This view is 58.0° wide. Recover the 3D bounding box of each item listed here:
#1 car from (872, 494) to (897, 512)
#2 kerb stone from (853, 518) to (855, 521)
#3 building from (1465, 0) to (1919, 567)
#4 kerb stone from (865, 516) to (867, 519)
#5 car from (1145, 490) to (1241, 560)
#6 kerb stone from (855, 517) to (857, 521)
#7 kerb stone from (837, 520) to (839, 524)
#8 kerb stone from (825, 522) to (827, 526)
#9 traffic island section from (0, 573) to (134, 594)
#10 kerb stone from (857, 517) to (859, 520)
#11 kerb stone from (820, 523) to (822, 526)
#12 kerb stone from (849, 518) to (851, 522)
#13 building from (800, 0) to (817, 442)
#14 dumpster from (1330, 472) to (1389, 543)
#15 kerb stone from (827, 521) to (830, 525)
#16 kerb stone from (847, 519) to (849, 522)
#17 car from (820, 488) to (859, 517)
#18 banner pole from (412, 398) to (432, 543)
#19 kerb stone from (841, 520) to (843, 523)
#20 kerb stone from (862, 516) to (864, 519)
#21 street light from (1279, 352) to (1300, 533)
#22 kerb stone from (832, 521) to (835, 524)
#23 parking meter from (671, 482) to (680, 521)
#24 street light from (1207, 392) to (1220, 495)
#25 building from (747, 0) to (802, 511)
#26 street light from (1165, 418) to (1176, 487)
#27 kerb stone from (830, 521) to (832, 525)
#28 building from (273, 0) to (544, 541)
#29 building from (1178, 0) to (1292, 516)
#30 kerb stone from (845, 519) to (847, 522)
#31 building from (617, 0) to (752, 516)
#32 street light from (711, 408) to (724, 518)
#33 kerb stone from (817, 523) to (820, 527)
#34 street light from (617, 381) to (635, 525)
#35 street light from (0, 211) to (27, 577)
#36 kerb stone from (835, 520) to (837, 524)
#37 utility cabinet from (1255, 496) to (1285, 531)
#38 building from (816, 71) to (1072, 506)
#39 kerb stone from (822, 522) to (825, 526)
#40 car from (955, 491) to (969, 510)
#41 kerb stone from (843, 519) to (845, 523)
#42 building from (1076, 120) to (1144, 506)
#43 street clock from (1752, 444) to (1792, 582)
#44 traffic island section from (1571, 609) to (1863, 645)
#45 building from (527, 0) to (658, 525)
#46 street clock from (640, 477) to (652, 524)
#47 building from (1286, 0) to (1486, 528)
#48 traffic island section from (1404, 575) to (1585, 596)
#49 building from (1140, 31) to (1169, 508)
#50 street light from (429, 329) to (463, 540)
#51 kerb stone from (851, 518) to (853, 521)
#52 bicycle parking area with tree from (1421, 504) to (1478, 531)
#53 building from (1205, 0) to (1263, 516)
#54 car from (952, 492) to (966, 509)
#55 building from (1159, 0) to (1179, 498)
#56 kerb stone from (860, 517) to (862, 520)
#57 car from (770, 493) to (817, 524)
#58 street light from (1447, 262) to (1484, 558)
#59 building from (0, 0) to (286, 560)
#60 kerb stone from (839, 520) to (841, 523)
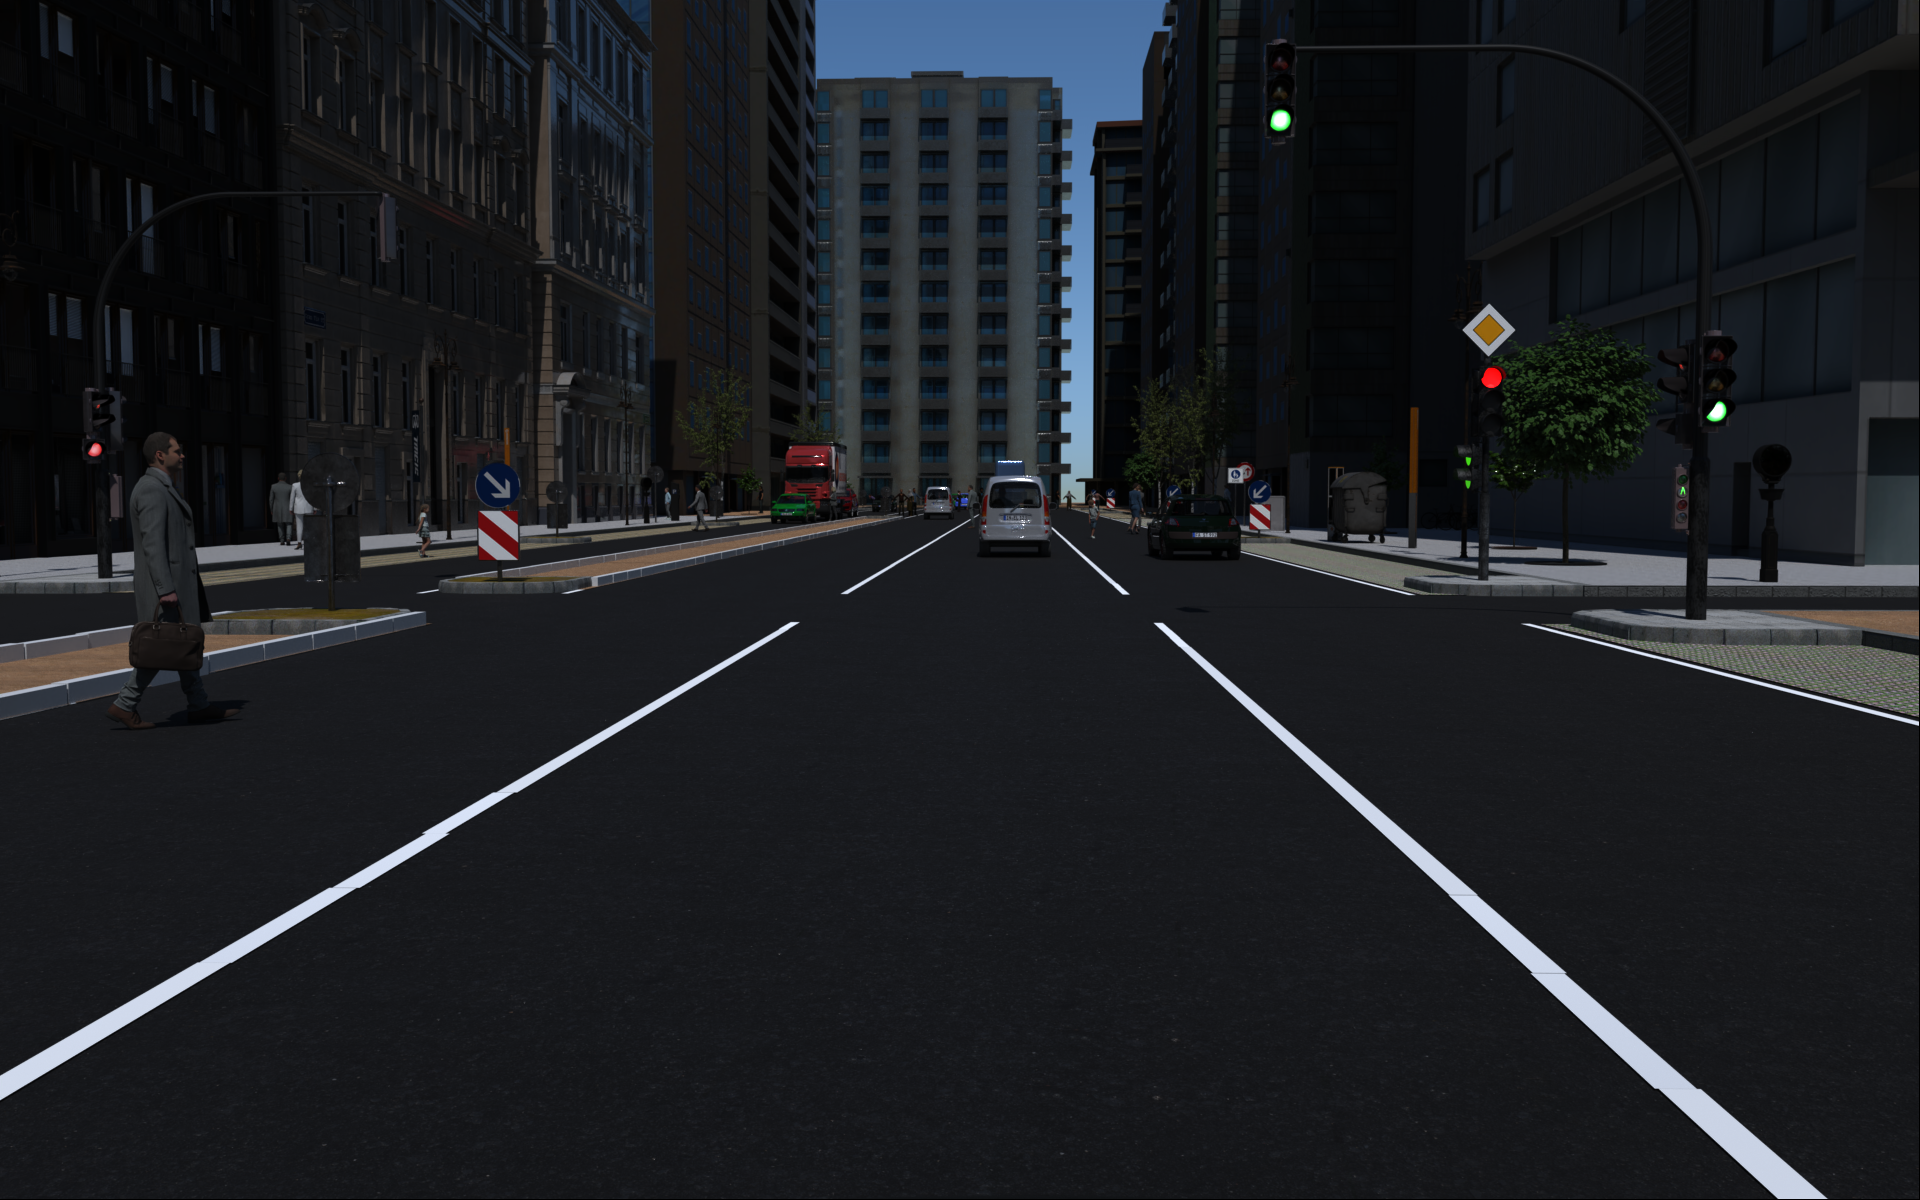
[{"bbox_3d":[-6.024,-7.881,138.642,2.009,1.686,4.222,0,4,3],"label":"car"},{"bbox_3d":[-5.742,-4.196,90.806,0.120,0.150,1.000,0,4,2],"label":"kerb stone"},{"bbox_3d":[28.413,-27.552,39.712,27.495,52.752,28.713,0,4,2],"label":"building"},{"bbox_3d":[-5.524,-4.636,97.988,0.120,0.150,1.000,0,4,2],"label":"kerb stone"},{"bbox_3d":[5.232,-1.786,38.981,2.009,1.686,4.222,0,4,0],"label":"car"},{"bbox_3d":[-5.711,-4.253,91.829,0.120,0.150,1.000,0,4,2],"label":"kerb stone"},{"bbox_3d":[-5.994,-3.689,82.594,0.120,0.150,1.000,0,4,2],"label":"kerb stone"},{"bbox_3d":[-6.162,-3.381,77.476,0.120,0.150,1.000,0,4,2],"label":"kerb stone"},{"bbox_3d":[-13.036,-0.251,26.381,2.009,0.180,2.903,0,4,2],"label":"traffic island section"},{"bbox_3d":[-5.671,-4.321,92.850,0.120,0.150,1.000,0,4,2],"label":"kerb stone"},{"bbox_3d":[-6.221,-3.254,75.429,0.120,0.150,1.000,0,4,2],"label":"kerb stone"},{"bbox_3d":[-5.807,-4.070,88.746,0.120,0.150,1.000,0,4,2],"label":"kerb stone"},{"bbox_3d":[-28.014,-38.000,163.303,28.212,58.520,21.231,0,4,2],"label":"building"},{"bbox_3d":[10.527,-2.440,45.649,1.264,1.857,1.865,0,4,2],"label":"dumpster"},{"bbox_3d":[-6.122,-3.444,78.497,0.120,0.150,1.000,0,4,2],"label":"kerb stone"},{"bbox_3d":[-5.839,-4.007,87.716,0.120,0.150,1.000,0,4,2],"label":"kerb stone"},{"bbox_3d":[-7.514,-6.063,107.795,2.281,1.827,5.304,0,4,3],"label":"car"},{"bbox_3d":[-14.175,-3.386,45.380,0.401,3.779,0.863,-3,5,-41],"label":"banner pole"},{"bbox_3d":[-5.936,-3.819,84.640,0.120,0.150,1.000,0,4,2],"label":"kerb stone"},{"bbox_3d":[-5.582,-4.510,95.938,0.120,0.150,1.000,0,4,2],"label":"kerb stone"},{"bbox_3d":[10.729,-5.121,56.512,0.468,5.910,1.993,0,4,2],"label":"street light"},{"bbox_3d":[-6.058,-3.569,80.541,0.120,0.150,1.000,0,4,2],"label":"kerb stone"},{"bbox_3d":[-13.619,-4.720,82.879,0.399,1.863,0.255,0,4,4],"label":"parking meter"},{"bbox_3d":[11.488,-6.460,78.411,0.468,5.910,1.993,0,4,2],"label":"street light"},{"bbox_3d":[-24.873,-31.672,141.537,21.300,48.544,21.600,0,4,2],"label":"building"},{"bbox_3d":[12.180,-7.800,100.312,0.468,5.910,1.993,0,4,2],"label":"street light"},{"bbox_3d":[-6.092,-3.504,79.519,0.120,0.150,1.000,0,4,2],"label":"kerb stone"},{"bbox_3d":[-23.433,-15.983,58.593,12.463,27.353,25.104,0,4,2],"label":"building"},{"bbox_3d":[22.691,-28.806,121.096,14.600,45.320,14.200,0,4,2],"label":"building"},{"bbox_3d":[-5.867,-3.939,86.692,0.120,0.150,1.000,0,4,2],"label":"kerb stone"},{"bbox_3d":[-22.870,-28.923,122.999,14.600,45.320,14.200,0,4,2],"label":"building"},{"bbox_3d":[-13.017,-7.352,92.998,0.468,5.910,1.993,0,4,2],"label":"street light"},{"bbox_3d":[-6.253,-3.193,74.407,0.120,0.150,1.000,0,4,2],"label":"kerb stone"},{"bbox_3d":[-13.695,-6.013,71.096,0.468,5.910,1.993,0,4,2],"label":"street light"},{"bbox_3d":[-14.967,-3.295,26.655,0.468,5.910,1.993,0,4,2],"label":"street light"},{"bbox_3d":[-6.034,-3.626,81.569,0.120,0.150,1.000,0,4,2],"label":"kerb stone"},{"bbox_3d":[10.825,-3.016,60.477,1.020,1.237,0.306,1,4,21],"label":"utility cabinet"},{"bbox_3d":[-2.573,-35.440,199.045,30.456,49.044,23.786,0,4,2],"label":"building"},{"bbox_3d":[-6.185,-3.319,76.454,0.120,0.150,1.000,0,4,2],"label":"kerb stone"},{"bbox_3d":[0.472,-9.047,157.504,1.945,1.707,3.694,0,4,3],"label":"car"},{"bbox_3d":[-5.902,-3.882,85.670,0.120,0.150,1.000,0,4,2],"label":"kerb stone"},{"bbox_3d":[27.860,-33.186,197.218,28.867,44.769,22.147,0,4,2],"label":"building"},{"bbox_3d":[11.791,-1.261,25.195,0.471,2.002,0.358,0,4,1],"label":"street clock"},{"bbox_3d":[7.547,0.277,17.749,2.009,0.180,2.903,0,4,2],"label":"traffic island section"},{"bbox_3d":[-22.722,-18.055,81.108,13.634,28.700,20.117,0,4,2],"label":"building"},{"bbox_3d":[-13.638,-4.329,75.354,0.471,2.002,0.358,-3,5,-41],"label":"street clock"},{"bbox_3d":[20.386,-18.307,71.015,14.160,30.474,14.107,0,4,2],"label":"building"},{"bbox_3d":[7.795,-0.211,25.730,2.009,0.180,2.903,0,4,2],"label":"traffic island section"},{"bbox_3d":[24.790,-31.535,165.711,14.600,45.320,14.200,0,4,2],"label":"building"},{"bbox_3d":[-14.376,-4.634,48.559,0.468,5.910,1.993,0,4,2],"label":"street light"},{"bbox_3d":[-5.779,-4.133,89.776,0.120,0.150,1.000,0,4,2],"label":"kerb stone"},{"bbox_3d":[20.988,-4.461,59.938,9.016,4.147,8.231,0,4,6],"label":"bicycle parking area with tree"},{"bbox_3d":[22.162,-25.903,107.114,14.154,41.232,14.086,0,4,2],"label":"building"},{"bbox_3d":[-0.199,-9.459,163.449,1.959,1.807,4.718,0,4,2],"label":"car"},{"bbox_3d":[28.410,-32.018,143.102,23.786,49.044,30.456,0,4,2],"label":"building"},{"bbox_3d":[-5.618,-4.446,94.900,0.120,0.150,1.000,0,4,2],"label":"kerb stone"},{"bbox_3d":[-8.160,-4.668,85.111,1.959,1.807,4.718,0,4,4],"label":"car"},{"bbox_3d":[10.119,-3.781,34.608,0.468,5.910,1.993,0,4,2],"label":"street light"},{"bbox_3d":[-24.376,-12.728,37.779,12.332,23.373,15.834,0,4,2],"label":"building"},{"bbox_3d":[-5.963,-3.757,83.618,0.120,0.150,1.000,0,4,2],"label":"kerb stone"}]
